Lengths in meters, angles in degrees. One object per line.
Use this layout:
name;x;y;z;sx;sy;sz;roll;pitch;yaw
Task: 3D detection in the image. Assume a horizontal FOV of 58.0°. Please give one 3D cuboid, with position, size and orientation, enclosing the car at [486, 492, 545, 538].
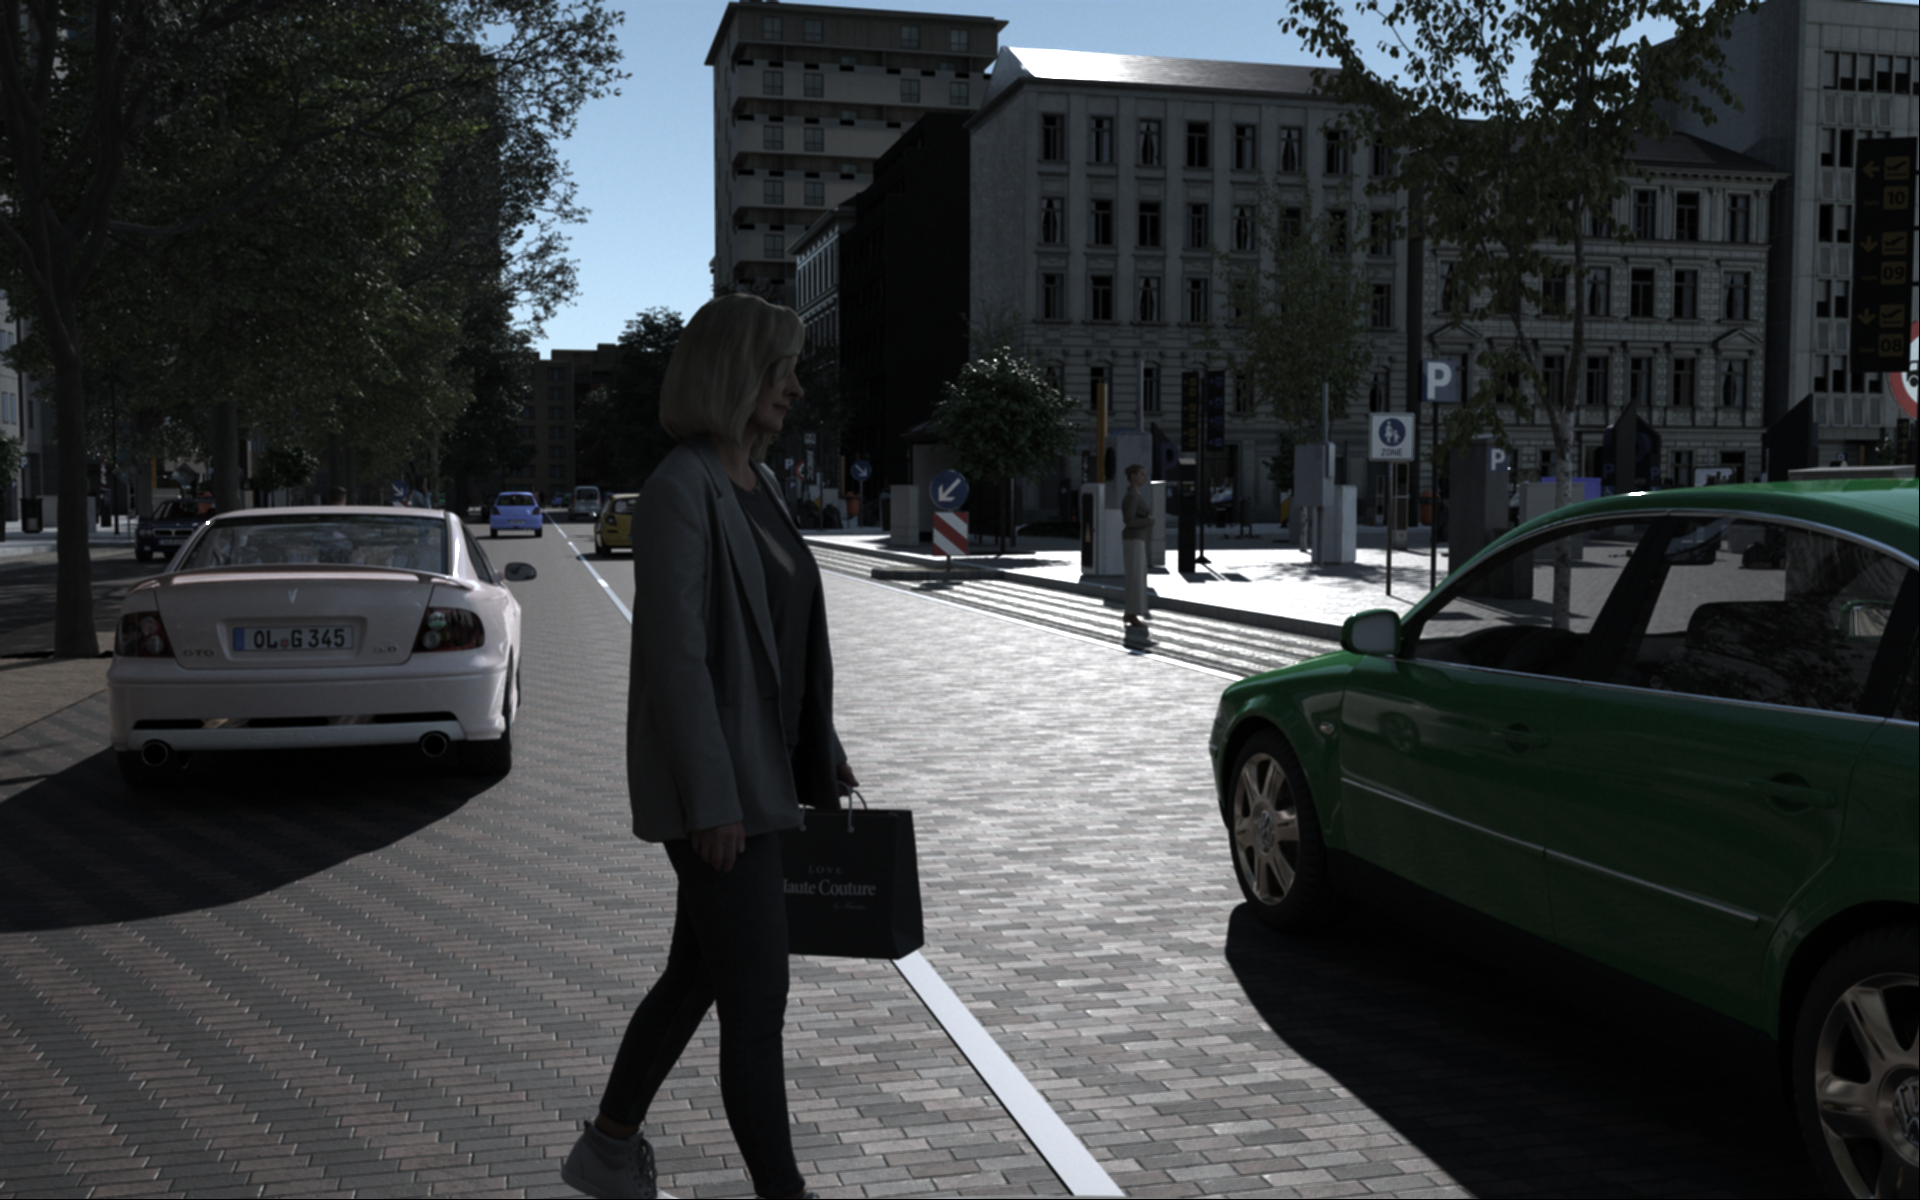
car;-14.972;-2.985;58.389;1.945;1.707;3.694;-1;4;-15

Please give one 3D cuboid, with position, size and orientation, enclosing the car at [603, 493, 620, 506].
car;-27.326;-7.787;136.903;1.945;1.707;3.694;-1;4;-13

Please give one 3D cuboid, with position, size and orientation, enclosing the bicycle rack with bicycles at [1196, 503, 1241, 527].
bicycle rack with bicycles;9.410;-3.416;69.232;2.925;0.926;2.852;2;4;34

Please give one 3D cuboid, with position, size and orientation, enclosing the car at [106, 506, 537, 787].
car;-3.515;0.144;10.007;2.083;1.381;4.827;-1;4;-13

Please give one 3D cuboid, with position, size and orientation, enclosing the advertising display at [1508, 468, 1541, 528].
advertising display;14.072;-2.331;43.329;0.974;1.923;0.123;-1;4;-16

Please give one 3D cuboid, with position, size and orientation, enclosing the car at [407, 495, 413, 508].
car;-37.921;-6.671;121.438;2.083;1.381;4.827;-1;4;-14

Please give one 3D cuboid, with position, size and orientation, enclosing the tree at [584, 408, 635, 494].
tree;-33.526;-14.544;172.199;8.767;10.594;7.601;1;4;22

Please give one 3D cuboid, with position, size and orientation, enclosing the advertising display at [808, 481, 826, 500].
advertising display;-7.193;-5.015;87.214;0.974;1.923;0.123;1;4;18

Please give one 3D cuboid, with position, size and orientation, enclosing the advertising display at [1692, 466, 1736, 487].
advertising display;17.434;-2.132;40.075;0.123;1.923;0.974;-3;5;-41

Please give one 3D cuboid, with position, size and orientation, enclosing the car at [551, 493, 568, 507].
car;-43.652;-10.974;189.007;1.945;1.707;3.694;-1;4;-15

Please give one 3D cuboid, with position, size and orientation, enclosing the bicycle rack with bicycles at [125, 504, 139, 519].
bicycle rack with bicycles;-40.760;-4.606;88.696;2.925;0.926;2.852;1;4;11

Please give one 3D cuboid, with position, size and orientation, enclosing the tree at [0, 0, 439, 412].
tree;-10.386;-6.332;24.111;7.486;12.596;7.792;0;3;0

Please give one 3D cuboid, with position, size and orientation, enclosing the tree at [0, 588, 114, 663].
tree;-7.672;-6.226;14.627;12.009;13.543;11.850;0;3;0

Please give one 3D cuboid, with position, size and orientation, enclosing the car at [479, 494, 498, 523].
car;-23.608;-4.823;88.645;2.009;1.686;4.222;-1;4;-14

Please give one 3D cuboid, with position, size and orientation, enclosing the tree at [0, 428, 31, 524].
tree;-41.627;-5.531;74.139;4.285;4.588;4.351;0;3;0

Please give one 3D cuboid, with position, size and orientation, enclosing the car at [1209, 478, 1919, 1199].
car;2.195;0.259;4.564;1.959;1.807;4.718;-1;4;-15

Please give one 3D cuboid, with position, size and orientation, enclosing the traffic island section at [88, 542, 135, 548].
traffic island section;-22.624;-1.520;47.128;2.009;0.180;2.903;-1;4;-14

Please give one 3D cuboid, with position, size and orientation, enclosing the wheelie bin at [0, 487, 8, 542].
wheelie bin;-25.916;-2.357;46.445;0.693;1.594;0.980;-2;4;-29

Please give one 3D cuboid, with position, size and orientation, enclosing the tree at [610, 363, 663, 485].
tree;-26.534;-14.132;149.184;7.486;12.596;7.792;0;3;0

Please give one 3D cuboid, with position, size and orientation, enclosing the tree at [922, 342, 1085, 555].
tree;0.853;-3.269;37.157;4.285;4.588;4.351;0;3;0

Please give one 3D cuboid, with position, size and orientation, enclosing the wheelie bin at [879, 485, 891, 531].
wheelie bin;-2.406;-3.195;60.153;0.693;1.594;0.980;1;4;14

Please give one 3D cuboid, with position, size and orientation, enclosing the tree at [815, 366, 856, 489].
tree;-7.470;-8.866;95.322;4.360;8.622;3.978;0;3;0

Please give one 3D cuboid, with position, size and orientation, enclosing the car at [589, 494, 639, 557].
car;-7.730;-1.885;41.044;2.015;1.641;3.980;-1;4;-15

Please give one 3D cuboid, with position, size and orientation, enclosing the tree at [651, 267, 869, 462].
tree;-7.934;-8.342;70.801;8.767;10.594;7.601;-1;4;-16

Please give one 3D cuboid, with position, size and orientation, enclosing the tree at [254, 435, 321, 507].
tree;-36.429;-6.732;93.780;4.285;4.588;4.351;0;3;0

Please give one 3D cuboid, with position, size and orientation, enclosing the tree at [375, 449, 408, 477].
tree;-59.857;-15.363;185.591;8.767;10.594;7.601;2;4;26

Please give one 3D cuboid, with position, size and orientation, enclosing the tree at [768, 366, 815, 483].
tree;-9.336;-7.789;77.717;4.360;8.622;3.978;0;3;0

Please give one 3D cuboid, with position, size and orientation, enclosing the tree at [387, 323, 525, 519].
tree;-28.686;-10.448;99.030;9.928;11.665;9.643;0;3;0

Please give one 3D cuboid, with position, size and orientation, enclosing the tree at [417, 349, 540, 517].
tree;-31.263;-11.562;108.509;9.611;12.733;9.660;0;3;0

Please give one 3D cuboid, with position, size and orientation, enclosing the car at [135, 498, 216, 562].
car;-16.875;-1.559;38.069;1.945;1.354;3.894;-1;4;-13

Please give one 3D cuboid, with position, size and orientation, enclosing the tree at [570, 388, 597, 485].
tree;-39.934;-17.849;198.488;9.857;13.997;8.962;0;3;0

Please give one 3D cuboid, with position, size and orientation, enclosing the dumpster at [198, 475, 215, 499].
dumpster;-37.514;-5.167;86.969;1.502;2.255;1.985;-1;4;-14

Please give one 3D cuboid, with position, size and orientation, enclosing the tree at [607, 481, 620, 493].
tree;-41.286;-12.977;206.768;1.663;3.219;1.824;0;3;0

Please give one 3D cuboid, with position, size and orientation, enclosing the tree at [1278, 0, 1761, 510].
tree;5.183;-3.977;15.392;4.737;8.622;4.395;0;3;0

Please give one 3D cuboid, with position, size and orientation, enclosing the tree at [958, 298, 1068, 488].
tree;1.741;-7.021;65.155;4.737;8.622;4.395;0;3;0

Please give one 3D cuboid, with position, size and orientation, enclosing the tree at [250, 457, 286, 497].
tree;-35.975;-5.848;90.218;1.663;3.219;1.824;0;3;0

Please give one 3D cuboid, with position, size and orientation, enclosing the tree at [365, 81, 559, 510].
tree;-24.634;-13.351;76.641;12.611;20.169;13.585;0;3;0

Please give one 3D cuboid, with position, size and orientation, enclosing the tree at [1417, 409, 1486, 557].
tree;10.492;-2.498;35.441;1.663;3.219;1.824;0;3;0

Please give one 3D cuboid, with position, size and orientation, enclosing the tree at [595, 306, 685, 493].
tree;-19.430;-12.866;117.010;9.857;13.997;8.962;0;3;0

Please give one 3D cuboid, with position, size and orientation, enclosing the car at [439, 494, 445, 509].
car;-44.321;-8.513;147.980;1.959;1.807;4.718;-1;4;-14

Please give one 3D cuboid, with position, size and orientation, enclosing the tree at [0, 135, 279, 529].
tree;-29.210;-9.504;62.054;9.857;13.997;8.962;0;3;0

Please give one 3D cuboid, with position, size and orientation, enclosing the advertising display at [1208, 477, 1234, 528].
advertising display;9.854;-3.683;65.428;0.974;1.923;0.123;-1;4;-11

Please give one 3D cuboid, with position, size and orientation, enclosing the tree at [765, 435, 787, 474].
tree;-14.876;-10.842;127.632;4.737;8.622;4.395;0;3;0

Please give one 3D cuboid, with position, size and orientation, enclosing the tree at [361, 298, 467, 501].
tree;-18.587;-6.422;57.825;4.737;8.622;4.395;0;3;0

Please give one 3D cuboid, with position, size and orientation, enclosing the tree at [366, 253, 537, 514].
tree;-26.279;-10.990;88.802;9.857;13.997;8.962;0;3;0

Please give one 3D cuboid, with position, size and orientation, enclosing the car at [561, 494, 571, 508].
car;-40.271;-10.415;179.083;1.959;1.807;4.718;-1;4;-15

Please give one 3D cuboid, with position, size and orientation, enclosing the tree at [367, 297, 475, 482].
tree;-19.523;-6.701;62.374;4.360;8.622;3.978;0;3;0
